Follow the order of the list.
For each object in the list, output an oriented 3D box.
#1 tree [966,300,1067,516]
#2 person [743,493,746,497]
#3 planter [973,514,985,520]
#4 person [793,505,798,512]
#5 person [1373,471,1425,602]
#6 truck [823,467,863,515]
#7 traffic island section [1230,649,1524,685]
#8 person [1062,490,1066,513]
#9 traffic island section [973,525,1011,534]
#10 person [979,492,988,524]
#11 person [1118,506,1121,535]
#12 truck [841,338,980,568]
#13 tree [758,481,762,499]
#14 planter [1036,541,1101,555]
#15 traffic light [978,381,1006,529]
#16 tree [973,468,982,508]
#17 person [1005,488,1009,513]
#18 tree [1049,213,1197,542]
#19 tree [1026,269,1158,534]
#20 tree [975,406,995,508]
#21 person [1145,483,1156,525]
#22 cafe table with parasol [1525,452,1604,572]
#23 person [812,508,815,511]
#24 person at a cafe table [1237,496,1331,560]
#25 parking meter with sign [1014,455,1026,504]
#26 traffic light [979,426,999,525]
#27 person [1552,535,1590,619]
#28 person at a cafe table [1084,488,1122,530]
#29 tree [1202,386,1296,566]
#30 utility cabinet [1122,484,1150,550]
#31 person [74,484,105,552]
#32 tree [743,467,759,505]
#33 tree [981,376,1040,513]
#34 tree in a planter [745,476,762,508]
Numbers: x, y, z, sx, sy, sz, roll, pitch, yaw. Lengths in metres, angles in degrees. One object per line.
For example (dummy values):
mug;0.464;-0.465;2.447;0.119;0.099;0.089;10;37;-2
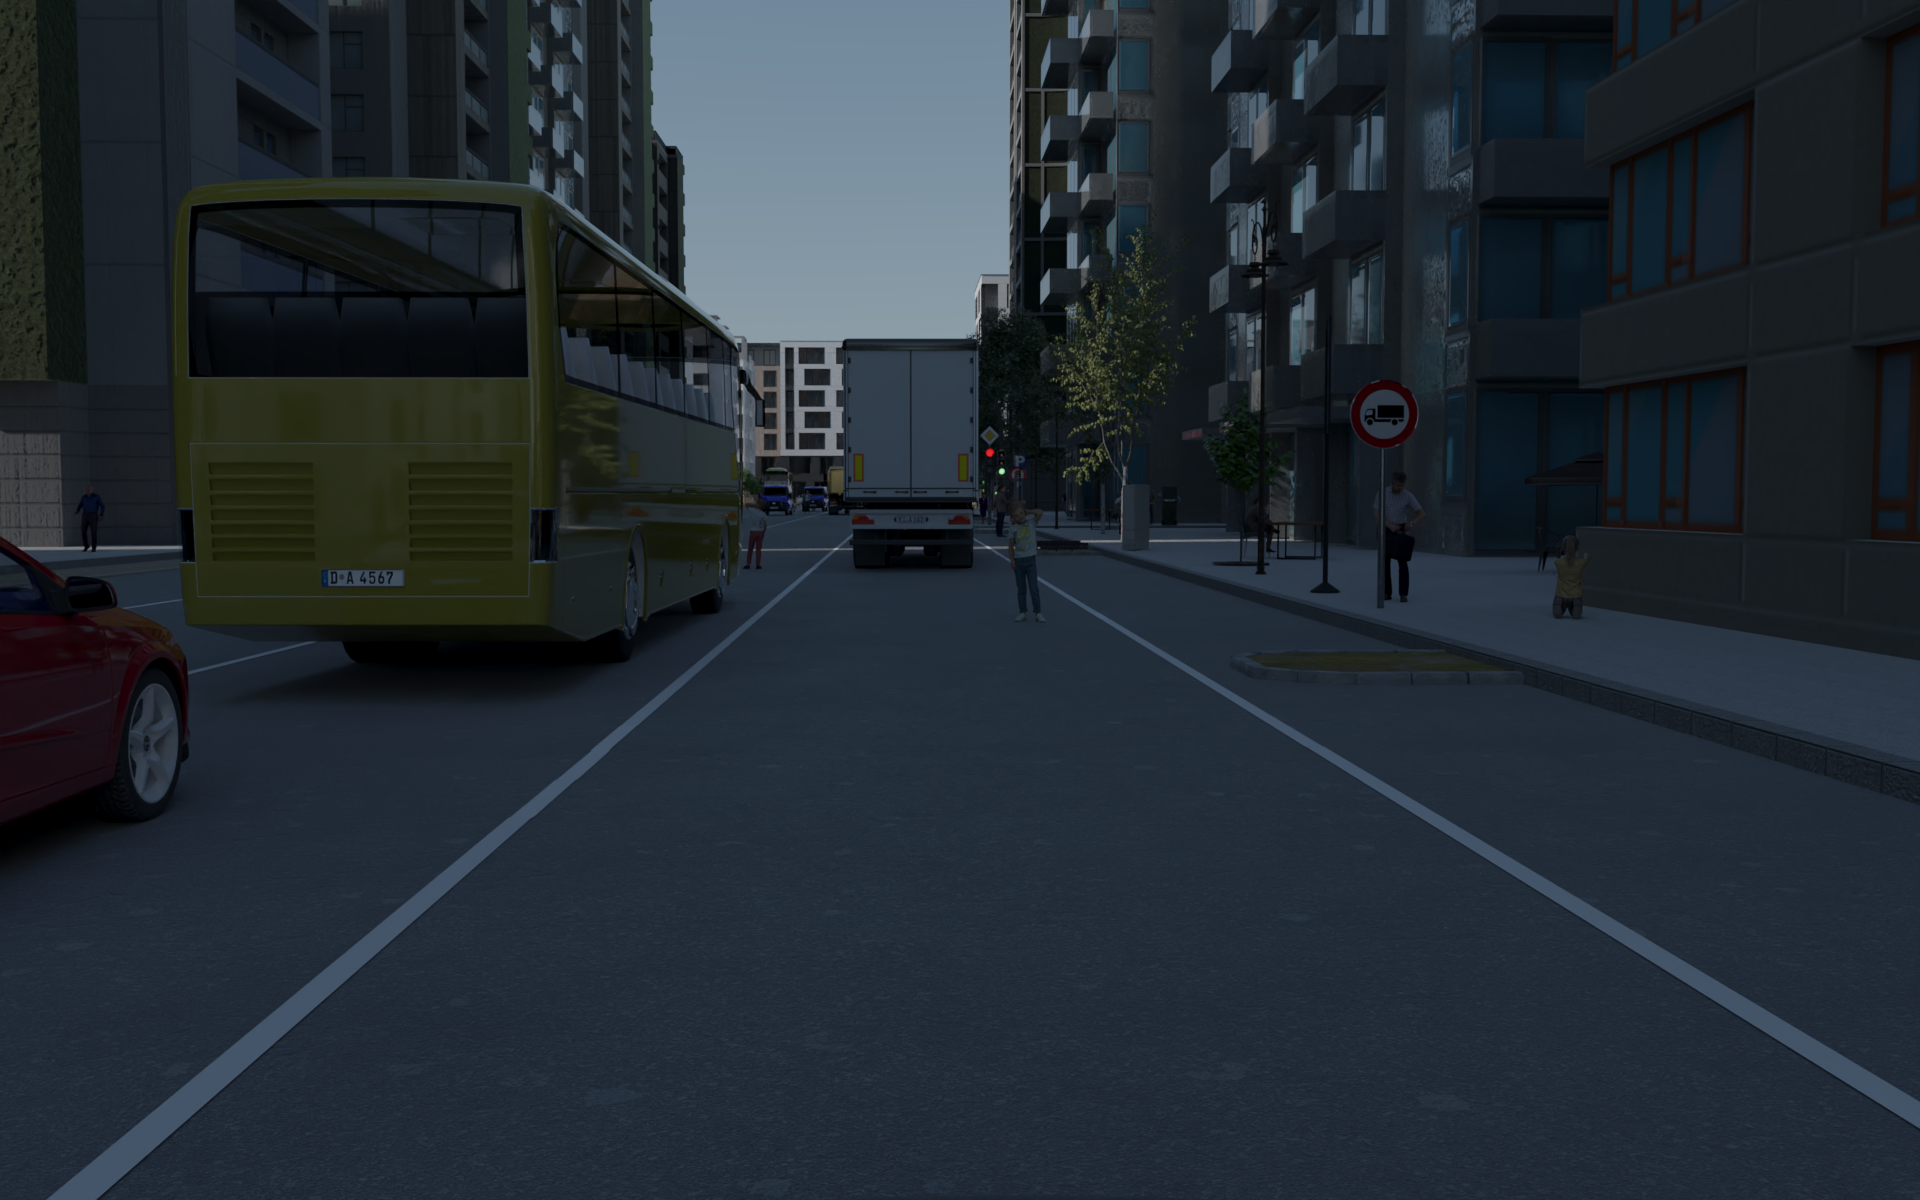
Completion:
tree;3.001;-11.366;102.834;9.611;12.733;9.660;0;3;0
person;-23.370;-10.900;185.080;0.721;1.723;1.217;3;5;43
planter;0.372;-4.609;96.491;1.991;0.319;1.994;0;4;-2
person;-12.785;-7.089;134.878;0.381;0.543;0.357;-3;5;-43
person;5.240;-0.761;20.690;0.614;1.554;0.590;1;4;12
truck;-7.901;-7.666;121.268;3.469;3.379;9.791;0;4;-3
traffic island section;3.241;0.542;14.000;1.991;0.108;1.994;0;4;-2
person;7.038;-6.484;114.266;0.569;1.553;0.471;0;4;4
traffic island section;1.521;-2.529;63.625;2.009;0.180;2.903;0;4;-2
person;1.070;-3.981;75.955;0.453;1.535;0.546;-3;4;-37
person;4.963;-2.638;51.649;0.387;1.526;0.523;2;4;32
truck;-0.923;-2.930;36.814;2.839;4.237;11.283;0;4;0
tree;-25.804;-13.954;222.740;1.663;3.219;1.824;0;3;0
planter;2.282;-1.238;41.388;1.991;0.319;1.994;0;4;-2
traffic light;-0.607;-5.421;63.297;4.771;5.953;1.251;0;4;-2
tree;1.166;-10.094;148.755;4.285;4.588;4.351;0;3;0
person;3.135;-6.564;114.280;0.530;1.710;0.541;1;4;19
tree;4.367;-5.863;46.220;4.737;8.622;4.395;0;3;0
tree;4.364;-6.423;55.378;4.360;8.622;3.978;0;3;0
tree;1.318;-13.558;156.078;8.767;10.594;7.601;2;4;32
person;7.745;-4.018;72.269;0.750;1.759;0.617;-3;5;-43
cafe table with parasol;10.332;-1.421;28.099;2.610;1.966;2.610;0;4;-3
person;-12.353;-8.305;146.503;0.614;1.554;0.590;0;3;0
person at a cafe table;6.413;-1.446;34.495;1.726;1.238;1.698;1;4;19
parking meter with sign;2.688;-5.021;78.359;0.543;3.016;1.738;0;4;0
traffic light;1.206;-5.050;71.490;0.839;4.253;0.868;0;4;-2
person;6.342;-0.246;17.991;0.347;0.859;0.695;2;4;24
person at a cafe table;5.576;-3.300;62.463;1.622;1.524;1.698;2;4;30
tree;5.205;-2.236;31.159;1.663;3.219;1.824;0;3;0
utility cabinet;4.020;-1.895;39.655;0.318;1.500;1.173;1;4;22
person;-19.275;-1.802;38.201;0.574;1.496;0.600;1;4;21
tree;-25.310;-13.415;203.042;4.285;4.588;4.351;0;3;0
tree;2.677;-11.657;116.353;9.928;11.665;9.643;0;3;0
tree in a planter;-20.631;-10.774;173.384;1.991;3.239;1.994;0;4;-2
